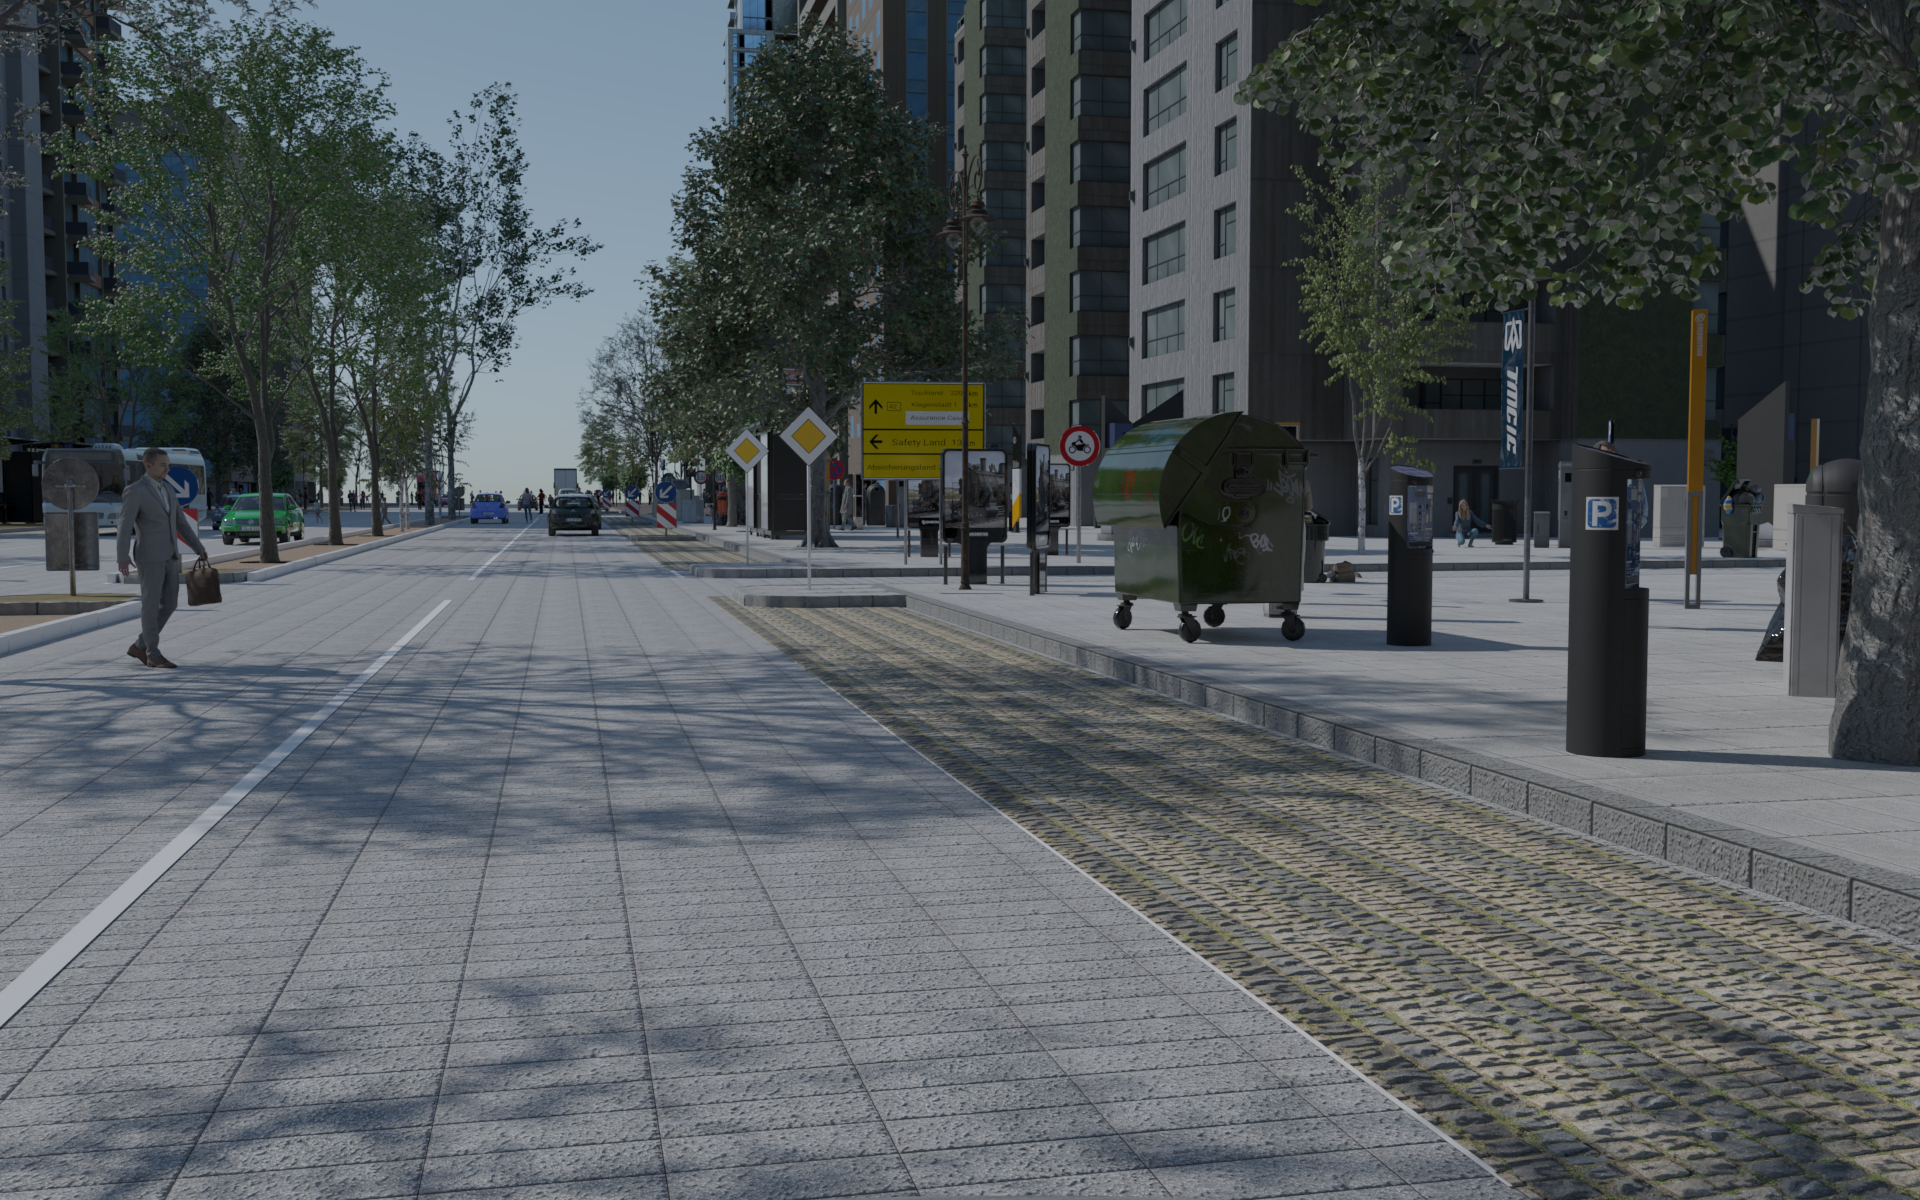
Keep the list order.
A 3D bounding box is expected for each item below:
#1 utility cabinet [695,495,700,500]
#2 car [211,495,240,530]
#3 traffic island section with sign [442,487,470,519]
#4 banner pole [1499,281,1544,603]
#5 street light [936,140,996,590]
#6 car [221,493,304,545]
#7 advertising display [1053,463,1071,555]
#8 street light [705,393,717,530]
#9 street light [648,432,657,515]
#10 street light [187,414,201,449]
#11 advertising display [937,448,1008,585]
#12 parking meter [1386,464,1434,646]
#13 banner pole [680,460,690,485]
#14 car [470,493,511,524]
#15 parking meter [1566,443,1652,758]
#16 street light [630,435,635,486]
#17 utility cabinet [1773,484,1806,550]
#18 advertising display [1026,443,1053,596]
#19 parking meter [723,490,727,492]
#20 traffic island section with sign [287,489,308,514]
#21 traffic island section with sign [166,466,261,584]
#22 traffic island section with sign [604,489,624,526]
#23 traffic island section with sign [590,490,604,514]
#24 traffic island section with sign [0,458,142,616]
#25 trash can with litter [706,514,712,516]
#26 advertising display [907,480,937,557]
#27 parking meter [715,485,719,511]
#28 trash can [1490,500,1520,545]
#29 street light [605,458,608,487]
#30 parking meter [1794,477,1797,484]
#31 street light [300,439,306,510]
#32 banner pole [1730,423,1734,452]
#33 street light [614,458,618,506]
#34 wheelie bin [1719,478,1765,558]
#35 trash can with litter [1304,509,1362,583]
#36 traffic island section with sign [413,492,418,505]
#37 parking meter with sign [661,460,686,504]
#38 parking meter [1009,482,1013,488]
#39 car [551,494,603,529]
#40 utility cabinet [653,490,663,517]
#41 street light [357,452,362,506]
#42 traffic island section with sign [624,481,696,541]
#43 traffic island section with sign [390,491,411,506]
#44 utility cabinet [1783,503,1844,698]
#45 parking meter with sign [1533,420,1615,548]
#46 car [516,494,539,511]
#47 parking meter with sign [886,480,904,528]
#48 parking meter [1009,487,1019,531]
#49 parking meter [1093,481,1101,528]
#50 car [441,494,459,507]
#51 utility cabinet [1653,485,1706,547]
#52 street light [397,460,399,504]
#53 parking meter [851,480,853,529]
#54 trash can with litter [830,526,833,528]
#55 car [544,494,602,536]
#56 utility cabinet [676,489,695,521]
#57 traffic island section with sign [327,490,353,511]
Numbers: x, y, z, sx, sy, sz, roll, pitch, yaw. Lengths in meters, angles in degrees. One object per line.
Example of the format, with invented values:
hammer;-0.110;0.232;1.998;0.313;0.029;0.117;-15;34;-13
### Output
utility cabinet;-13.486;-4.599;86.348;1.020;1.237;0.306;-1;4;-23
car;-29.180;-3.567;70.324;2.014;1.417;4.499;-1;4;-14
traffic island section with sign;-29.460;-5.726;101.750;2.006;1.907;1.989;-1;4;-13
banner pole;6.675;-1.876;20.696;0.401;3.779;0.863;-1;4;-13
street light;0.070;-3.076;23.074;0.468;5.910;1.993;-1;4;-13
car;-20.242;-2.542;50.362;1.959;1.807;4.718;-1;4;-13
advertising display;1.884;-1.894;36.176;0.974;1.923;0.123;-2;4;-32
street light;-8.762;-5.436;61.671;0.468;5.910;1.993;-1;4;-13
street light;-18.468;-8.033;104.134;0.468;5.910;1.993;-1;4;-13
street light;-44.310;-7.799;100.295;0.468;5.910;1.993;-1;4;-13
advertising display;0.199;-1.185;24.593;0.974;1.923;0.123;-1;4;-17
parking meter;3.825;-0.385;14.712;0.372;1.533;0.369;0;3;0
banner pole;-14.855;-6.326;93.447;0.863;3.779;0.401;-3;5;-41
car;-22.930;-4.579;84.459;1.945;1.707;3.694;-1;4;-12
parking meter;3.204;-0.009;8.551;0.372;1.533;0.369;0;3;0
street light;-25.746;-10.002;136.327;0.468;5.910;1.993;-1;4;-13
utility cabinet;18.767;-1.844;38.830;0.318;1.500;1.173;-1;4;-12
advertising display;1.010;-1.041;22.240;0.123;1.923;0.974;1;4;14
parking meter;-11.372;-4.663;84.644;0.372;1.533;0.369;0;3;0
traffic island section with sign;-47.577;-7.017;123.360;1.989;1.847;2.006;-1;4;-13
traffic island section with sign;-12.722;-1.245;28.493;2.006;1.907;1.989;-1;4;-13
traffic island section with sign;-15.171;-4.330;79.417;1.989;1.847;2.006;-1;4;-13
traffic island section with sign;-26.129;-7.264;127.400;1.989;1.847;2.006;-1;4;-13
traffic island section with sign;-11.082;-0.803;21.269;2.006;1.907;1.989;-1;4;-13
trash can with litter;-13.909;-5.408;99.479;2.233;1.210;1.678;1;4;16
advertising display;-0.629;-1.839;35.274;0.974;1.923;0.123;-1;4;-15
parking meter;-14.353;-5.898;102.150;0.399;1.863;0.255;-1;4;-11
trash can;13.779;-1.968;43.823;0.748;1.137;0.748;0;3;0
street light;-44.314;-14.960;217.380;0.468;5.910;1.993;-1;4;-13
parking meter;28.056;-3.236;58.613;0.399;1.863;0.255;0;4;-6
street light;-54.091;-10.395;142.741;0.468;5.910;1.993;-1;4;-13
banner pole;27.134;-4.335;60.897;0.401;3.779;0.863;2;4;31
street light;-35.479;-12.599;178.784;0.468;5.910;1.993;-1;4;-13
wheelie bin;15.770;-1.651;34.903;0.980;1.594;0.693;-3;5;-44
trash can with litter;5.272;-0.845;25.209;1.055;1.170;0.624;-1;4;-13
traffic island section with sign;-71.859;-13.517;229.625;1.989;1.847;2.006;-1;4;-13
parking meter with sign;-14.283;-5.615;88.069;1.738;3.016;0.543;-2;4;-25
parking meter;2.559;-4.913;86.034;0.255;1.863;0.399;0;4;-1
car;-15.789;-3.654;71.541;2.131;1.459;4.920;-1;4;-14
utility cabinet;-16.696;-5.329;95.813;0.318;1.500;1.173;0;4;4
street light;-62.868;-12.756;181.350;0.468;5.910;1.993;-1;4;-13
traffic island section with sign;-9.167;-2.722;53.137;1.989;1.847;2.006;-1;4;-13
traffic island section with sign;-65.856;-11.909;203.345;1.989;1.847;2.006;-1;4;-13
utility cabinet;5.594;-0.012;11.359;0.306;1.237;1.020;2;4;23
parking meter with sign;14.538;-2.739;41.051;1.738;3.016;0.543;1;4;16
car;-37.546;-8.606;150.495;2.009;1.686;4.222;-1;4;-13
parking meter with sign;-2.050;-4.273;66.119;1.738;3.016;0.543;2;4;32
parking meter;1.866;-3.142;59.776;0.372;1.533;0.369;0;3;0
parking meter;5.193;-3.615;64.818;0.399;1.863;0.255;-1;4;-9
car;-58.218;-11.521;197.413;2.155;1.783;4.494;-1;4;-15
utility cabinet;17.202;-2.002;41.418;1.173;1.500;0.318;-1;4;-11
street light;-72.579;-15.353;223.812;0.468;5.910;1.993;-1;4;-13
parking meter;-3.810;-3.544;63.647;0.255;1.863;0.399;-3;4;-36
trash can with litter;-5.955;-3.369;66.136;2.233;1.210;1.678;1;4;11
car;-13.493;-3.098;60.431;2.009;1.686;4.222;-1;4;-13
utility cabinet;-13.017;-4.486;82.027;0.318;1.500;1.173;2;4;23
traffic island section with sign;-53.605;-8.628;149.696;1.989;1.847;2.006;-1;4;-13
